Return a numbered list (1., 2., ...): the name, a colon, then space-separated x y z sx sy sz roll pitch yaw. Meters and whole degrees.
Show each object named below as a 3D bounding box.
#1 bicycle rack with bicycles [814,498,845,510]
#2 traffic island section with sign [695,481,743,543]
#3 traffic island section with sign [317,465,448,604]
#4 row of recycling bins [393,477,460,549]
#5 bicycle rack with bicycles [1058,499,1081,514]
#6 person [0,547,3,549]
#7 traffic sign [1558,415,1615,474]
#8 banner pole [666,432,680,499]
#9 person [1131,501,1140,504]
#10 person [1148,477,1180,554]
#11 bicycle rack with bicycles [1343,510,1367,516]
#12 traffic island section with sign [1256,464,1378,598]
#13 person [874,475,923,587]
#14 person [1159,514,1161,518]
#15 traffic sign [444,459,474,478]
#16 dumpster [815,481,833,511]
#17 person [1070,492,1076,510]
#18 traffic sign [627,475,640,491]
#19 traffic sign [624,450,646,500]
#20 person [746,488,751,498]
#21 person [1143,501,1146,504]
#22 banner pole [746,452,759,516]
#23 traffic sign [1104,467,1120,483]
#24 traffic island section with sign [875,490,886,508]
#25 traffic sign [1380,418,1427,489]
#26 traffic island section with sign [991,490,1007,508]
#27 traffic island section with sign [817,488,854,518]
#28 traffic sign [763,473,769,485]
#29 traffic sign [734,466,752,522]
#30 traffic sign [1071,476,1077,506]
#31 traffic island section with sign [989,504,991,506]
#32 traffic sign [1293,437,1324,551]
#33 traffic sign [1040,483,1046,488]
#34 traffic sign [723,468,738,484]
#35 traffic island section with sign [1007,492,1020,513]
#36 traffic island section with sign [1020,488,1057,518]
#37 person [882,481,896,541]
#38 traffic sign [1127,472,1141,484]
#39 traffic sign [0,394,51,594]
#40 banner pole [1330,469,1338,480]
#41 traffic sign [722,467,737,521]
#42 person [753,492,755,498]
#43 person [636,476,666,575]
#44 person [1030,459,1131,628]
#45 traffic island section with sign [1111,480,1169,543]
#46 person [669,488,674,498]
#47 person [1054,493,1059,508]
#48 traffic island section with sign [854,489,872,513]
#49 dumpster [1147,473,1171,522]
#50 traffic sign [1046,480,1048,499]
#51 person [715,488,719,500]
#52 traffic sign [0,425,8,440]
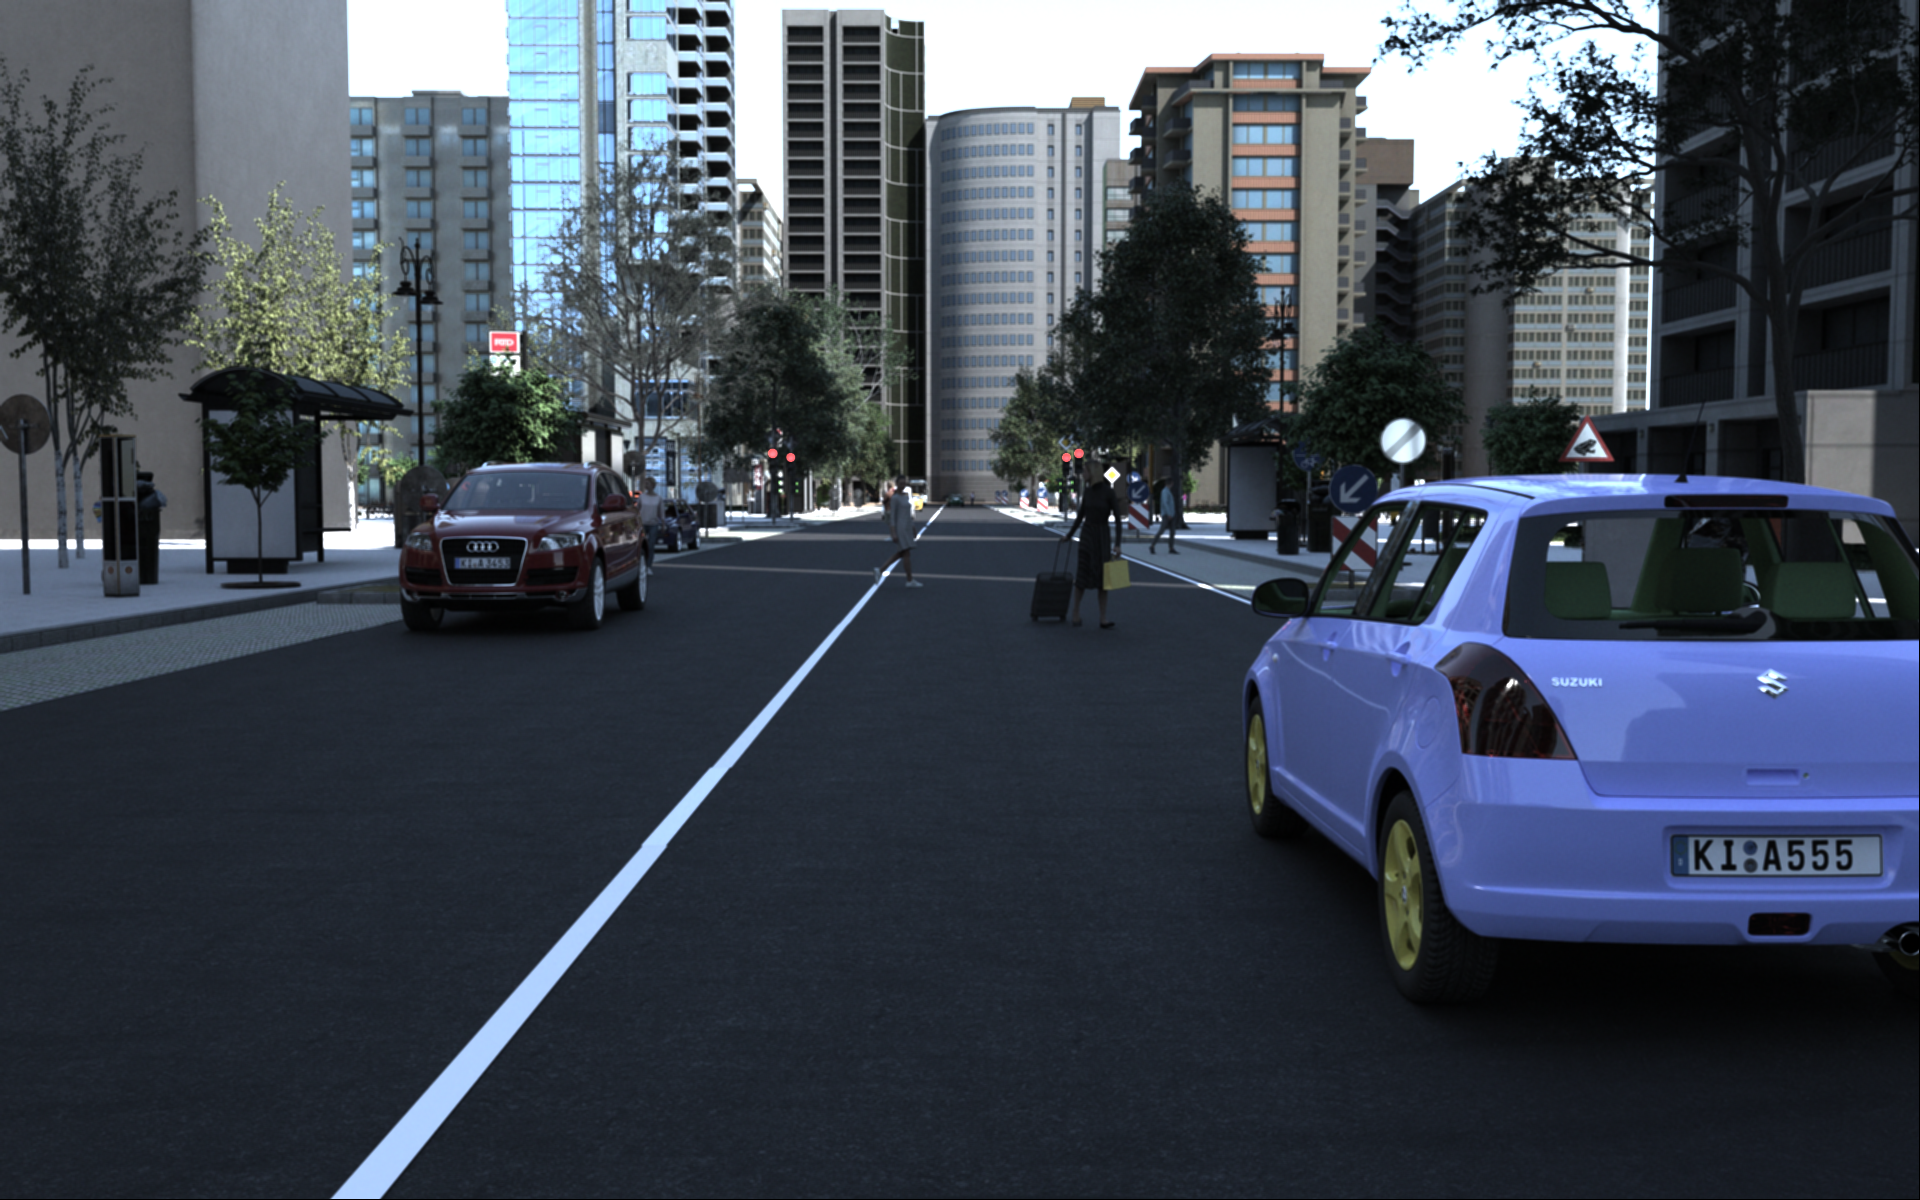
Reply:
1. bicycle rack with bicycles: -10.823 -7.965 143.617 2.852 0.926 2.925 -3 4 -36
2. traffic island section with sign: -7.445 -2.584 50.880 1.989 1.847 2.006 0 4 0
3. traffic island section with sign: -7.343 -0.900 23.347 1.989 1.847 2.006 0 4 0
4. row of recycling bins: -12.588 -2.154 42.327 1.069 1.692 3.534 1 4 19
5. bicycle rack with bicycles: 8.957 -6.944 126.917 2.925 0.926 2.852 2 4 25
6. person: -22.732 -1.948 40.481 0.523 1.515 0.503 -1 4 -16
7. traffic sign: 10.315 -1.747 28.575 0.884 2.594 0.081 1 4 9
8. banner pole: -11.593 -4.910 70.295 0.863 3.779 0.401 -3 5 -44
9. person: 8.656 -4.850 85.925 0.593 1.750 0.643 -1 4 -13
10. person: 4.880 -2.005 41.147 0.748 1.841 0.638 2 4 30
11. bicycle rack with bicycles: 19.899 -4.234 82.609 2.852 0.926 2.925 -1 4 -10
12. traffic island section with sign: 5.167 -0.940 23.995 1.989 1.847 2.006 0 4 0
13. person: -0.951 -1.067 26.699 0.760 1.731 0.466 0 4 -5
14. person: 11.022 -5.367 93.968 0.661 1.801 0.590 -2 4 -30
15. traffic sign: -12.907 -2.735 44.725 0.884 2.594 0.081 0 4 6
16. dumpster: -10.133 -7.817 130.307 1.502 2.255 1.985 0 4 0
17. person: 9.208 -8.162 140.089 0.593 1.750 0.643 -1 4 -10
18. traffic sign: -12.396 -4.048 66.291 0.768 2.556 0.104 0 4 1
19. traffic sign: -9.528 -3.082 50.493 0.768 2.556 0.104 0 4 6
20. person: -16.965 -8.124 139.050 0.466 1.800 0.511 -2 4 -28
21. person: 15.034 -8.197 141.060 0.522 1.701 0.512 -1 4 -14
22. banner pole: -12.241 -6.877 102.448 0.863 3.779 0.401 -1 4 -21
23. traffic sign: 7.331 -5.113 83.327 0.795 2.593 0.064 0 4 2
24. traffic island section with sign: -7.930 -10.640 182.592 1.989 1.847 2.006 0 4 0
25. traffic sign: 7.396 -1.767 28.992 0.768 2.556 0.104 0 4 6
26. traffic island section with sign: 4.602 -10.677 183.203 1.989 1.847 2.006 0 4 0
27. traffic island section with sign: -7.639 -5.921 105.437 1.989 1.847 2.006 0 4 0
28. traffic sign: -11.856 -6.373 103.937 0.795 2.593 0.064 0 4 2
29. traffic sign: -10.051 -4.903 80.175 0.884 2.594 0.081 0 4 5
30. traffic sign: 7.910 -7.500 122.735 0.768 2.556 0.104 0 4 2
31. traffic island section with sign: 4.491 -12.373 210.919 1.989 1.847 2.006 0 4 0
32. traffic sign: 7.870 -2.381 39.040 0.768 2.556 0.104 0 4 0
33. traffic sign: 7.332 -9.225 152.954 0.606 2.300 0.079 0 4 2
34. traffic sign: -11.098 -5.115 83.730 0.768 2.556 0.104 0 4 8
35. traffic island section with sign: 4.785 -7.582 132.596 1.989 1.847 2.006 0 4 0
36. traffic island section with sign: 4.868 -5.923 105.473 1.989 1.847 2.006 0 4 0
37. person: -2.126 -2.735 53.185 0.573 1.828 0.580 -1 4 -15
38. traffic sign: 9.915 -6.039 98.841 0.768 2.556 0.104 1 4 9
39. traffic sign: -11.968 -1.347 22.133 0.768 2.556 0.104 0 4 8
40. banner pole: 8.633 -3.056 39.987 0.401 3.779 0.863 0 4 1
41. traffic sign: -10.920 -5.050 82.569 0.884 2.594 0.081 0 4 1
42. person: -16.914 -8.421 143.902 0.511 1.800 0.466 -1 4 -10
43. person: -5.604 -1.318 30.721 0.731 1.740 0.598 -1 4 -12
44. person: 1.329 -0.628 18.991 0.699 1.804 1.509 -1 4 -16
45. traffic island section with sign: 5.084 -2.601 51.156 1.989 1.847 2.006 0 4 0
46. person: -24.443 -8.621 147.092 0.767 1.812 0.694 -2 4 -31
47. person: 8.780 -9.175 156.280 0.641 1.798 0.478 -1 4 -9
48. traffic island section with sign: -7.737 -7.570 132.392 1.989 1.847 2.006 0 4 0
49. dumpster: 9.600 -4.829 81.442 1.502 2.255 1.985 0 4 0
50. traffic sign: 7.932 -9.561 156.433 0.768 2.556 0.104 0 4 3
51. person: -21.231 -8.964 152.572 0.822 1.834 0.622 3 5 41
52. traffic sign: -9.817 -1.045 17.092 0.884 2.594 0.081 0 4 6
